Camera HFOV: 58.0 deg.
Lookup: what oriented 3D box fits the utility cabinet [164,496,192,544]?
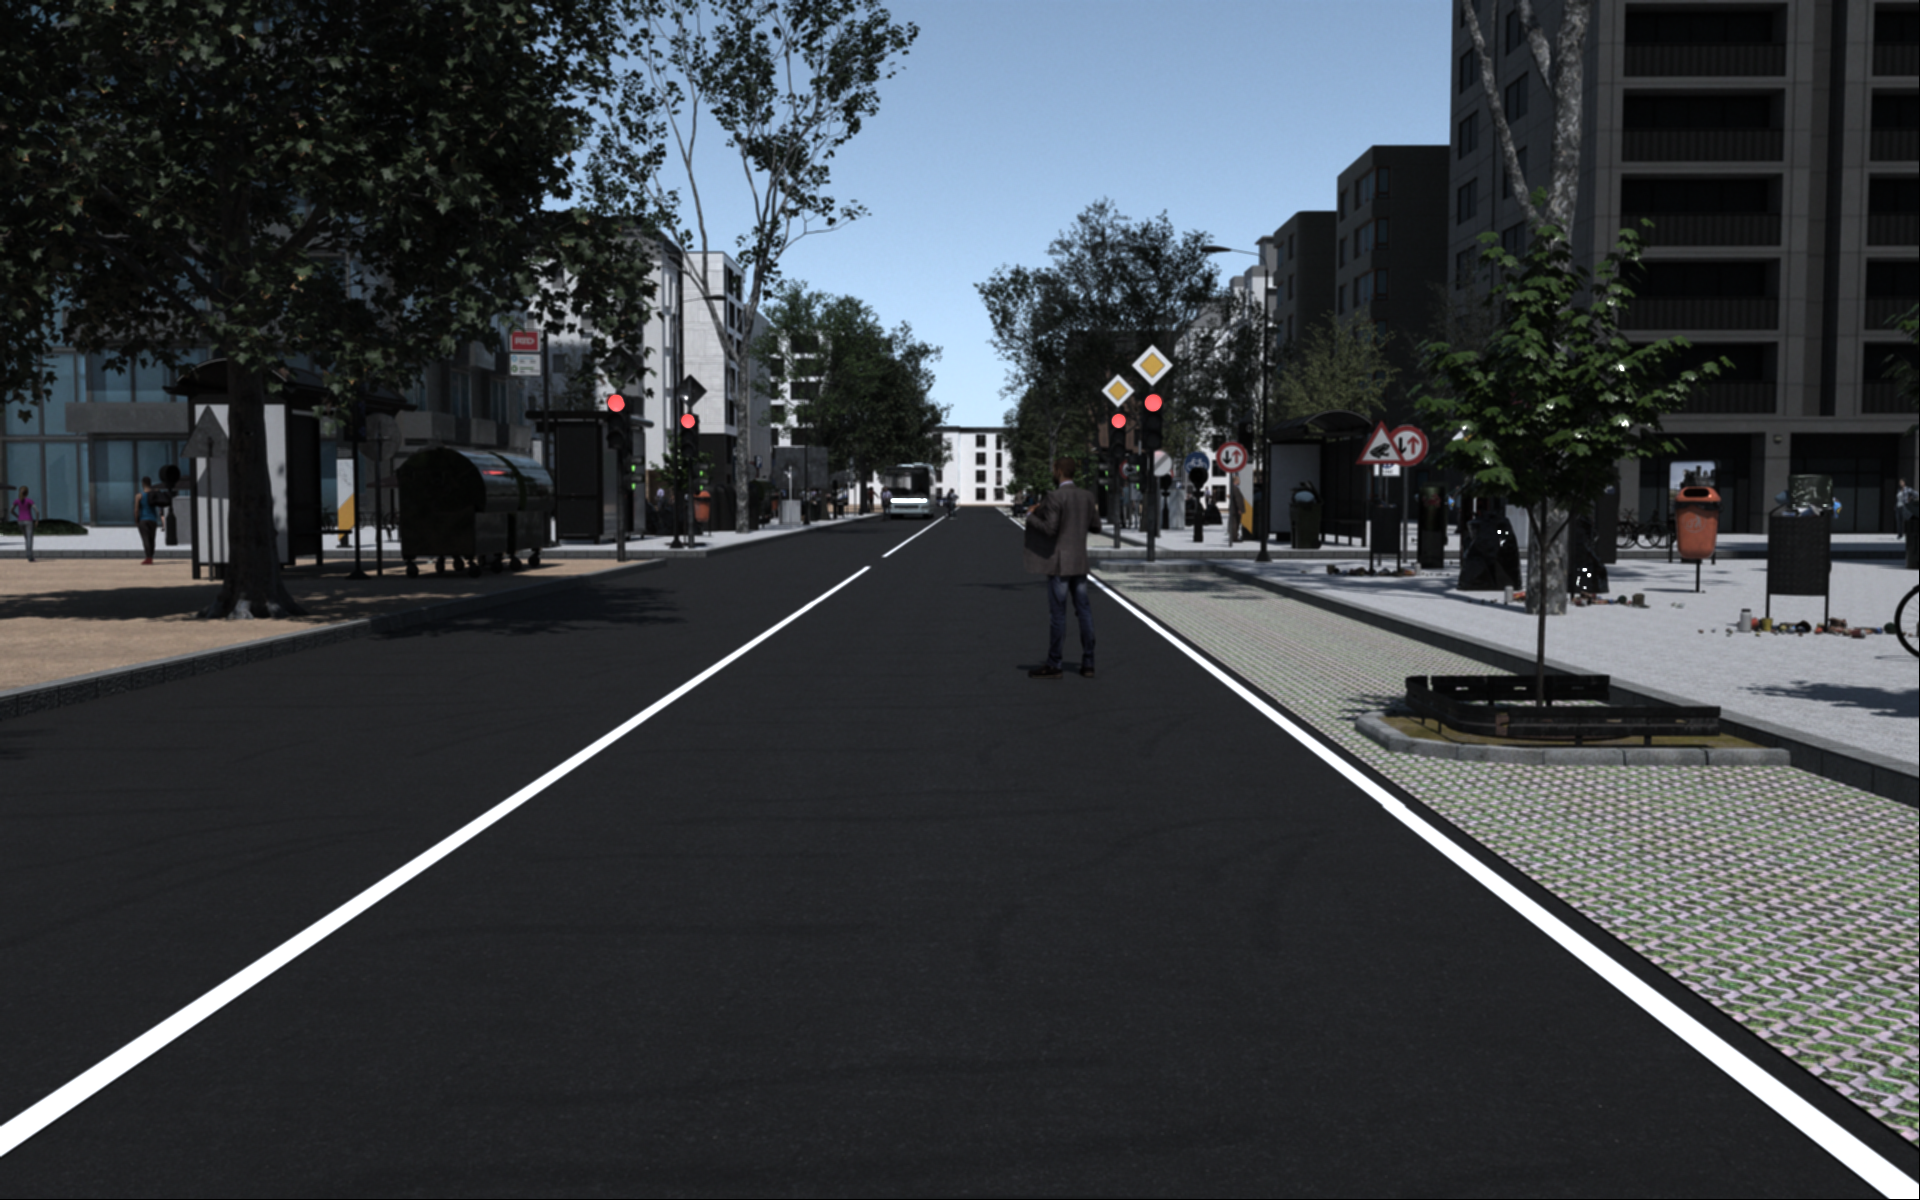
[{"bbox_3d":[-20.071,-2.057,44.799,0.306,1.237,1.020,2,4,24],"label":"utility cabinet"}]

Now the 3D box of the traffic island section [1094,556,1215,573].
[{"bbox_3d":[3.624,-0.637,32.695,2.009,0.180,2.903,0,4,1],"label":"traffic island section"}]

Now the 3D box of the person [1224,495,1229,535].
[{"bbox_3d":[8.584,-2.732,54.620,0.435,1.345,0.340,-2,4,-27],"label":"person"}]

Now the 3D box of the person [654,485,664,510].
[{"bbox_3d":[-19.088,-6.357,109.850,0.599,1.838,0.709,3,4,36],"label":"person"}]

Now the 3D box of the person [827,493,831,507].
[{"bbox_3d":[-13.046,-9.916,171.360,0.628,1.438,0.799,-2,4,-24],"label":"person"}]

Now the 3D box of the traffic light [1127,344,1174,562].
[{"bbox_3d":[3.584,-2.670,32.582,0.839,4.253,0.868,0,4,1],"label":"traffic light"}]

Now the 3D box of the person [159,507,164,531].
[{"bbox_3d":[-27.543,-3.086,59.739,0.697,1.427,0.421,0,4,5],"label":"person"}]

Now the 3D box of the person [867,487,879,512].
[{"bbox_3d":[-6.491,-7.360,126.343,1.348,1.831,0.705,-2,4,-26],"label":"person"}]

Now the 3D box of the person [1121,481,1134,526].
[{"bbox_3d":[6.808,-3.937,70.536,0.598,1.807,0.434,1,4,11],"label":"person"}]

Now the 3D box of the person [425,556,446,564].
[{"bbox_3d":[-9.613,-1.340,31.864,0.435,1.345,0.340,-2,4,-25],"label":"person"}]

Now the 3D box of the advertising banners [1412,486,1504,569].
[{"bbox_3d":[8.799,-2.047,29.654,2.074,3.025,0.090,0,4,0],"label":"advertising banners"}]

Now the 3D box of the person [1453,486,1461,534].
[{"bbox_3d":[16.086,-2.906,55.776,0.429,1.552,0.499,0,4,5],"label":"person"}]

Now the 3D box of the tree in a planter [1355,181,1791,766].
[{"bbox_3d":[3.370,-0.779,9.962,1.991,3.239,1.994,0,4,1],"label":"tree in a planter"}]

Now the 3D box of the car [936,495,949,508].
[{"bbox_3d":[-1.970,-10.182,179.062,1.945,1.354,3.894,0,4,-1],"label":"car"}]

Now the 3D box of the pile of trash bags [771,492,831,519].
[{"bbox_3d":[-8.163,-4.738,87.217,3.447,1.369,1.912,1,4,21],"label":"pile of trash bags"}]

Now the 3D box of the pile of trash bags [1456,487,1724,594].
[{"bbox_3d":[8.285,-0.813,23.045,3.447,1.369,1.912,2,4,29],"label":"pile of trash bags"}]

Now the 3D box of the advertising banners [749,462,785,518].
[{"bbox_3d":[-10.469,-5.974,93.858,2.074,3.025,0.090,-2,4,-29],"label":"advertising banners"}]

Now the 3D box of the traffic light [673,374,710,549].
[{"bbox_3d":[-6.311,-3.164,40.658,0.839,4.253,0.868,0,4,1],"label":"traffic light"}]

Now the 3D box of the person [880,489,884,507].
[{"bbox_3d":[-7.351,-9.762,165.789,0.705,1.807,1.348,-1,4,-22],"label":"person"}]

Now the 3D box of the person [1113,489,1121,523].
[{"bbox_3d":[6.790,-4.130,76.113,0.613,1.512,0.480,-2,4,-32],"label":"person"}]

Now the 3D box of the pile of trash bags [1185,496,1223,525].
[{"bbox_3d":[9.166,-3.833,72.427,3.447,1.369,1.912,-2,4,-25],"label":"pile of trash bags"}]

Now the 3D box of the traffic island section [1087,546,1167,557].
[{"bbox_3d":[3.710,-1.125,40.680,2.009,0.180,2.903,0,4,1],"label":"traffic island section"}]

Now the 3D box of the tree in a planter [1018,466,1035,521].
[{"bbox_3d":[4.271,-5.855,92.956,1.991,3.239,1.994,0,4,1],"label":"tree in a planter"}]

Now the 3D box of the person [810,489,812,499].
[{"bbox_3d":[-14.736,-9.975,169.917,0.721,1.735,1.217,-2,4,-27],"label":"person"}]

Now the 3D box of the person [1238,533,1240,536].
[{"bbox_3d":[8.537,-2.670,53.611,0.435,1.345,0.340,1,4,14],"label":"person"}]

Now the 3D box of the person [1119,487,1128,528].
[{"bbox_3d":[5.972,-3.437,64.446,0.429,1.552,0.499,3,4,36],"label":"person"}]

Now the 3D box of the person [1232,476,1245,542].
[{"bbox_3d":[7.369,-2.412,46.027,0.434,1.755,0.990,0,4,2],"label":"person"}]

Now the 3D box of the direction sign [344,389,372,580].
[{"bbox_3d":[-9.069,-2.079,25.994,0.379,3.537,0.876,0,3,0],"label":"direction sign"}]

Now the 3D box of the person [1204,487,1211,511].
[{"bbox_3d":[18.427,-7.578,129.815,0.599,1.838,0.709,-2,4,-23],"label":"person"}]

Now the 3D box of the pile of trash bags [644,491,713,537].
[{"bbox_3d":[-8.618,-2.656,53.181,1.912,1.369,3.447,-3,5,-39],"label":"pile of trash bags"}]

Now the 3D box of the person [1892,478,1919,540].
[{"bbox_3d":[26.368,-2.545,48.372,0.376,1.734,0.841,0,4,-3],"label":"person"}]

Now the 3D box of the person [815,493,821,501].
[{"bbox_3d":[-7.474,-5.000,91.701,0.435,1.345,0.340,2,4,24],"label":"person"}]

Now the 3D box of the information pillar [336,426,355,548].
[{"bbox_3d":[-14.600,-3.046,41.163,0.504,3.616,0.183,1,4,20],"label":"information pillar"}]

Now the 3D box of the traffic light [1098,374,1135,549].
[{"bbox_3d":[3.670,-3.159,40.566,0.839,4.253,0.868,0,4,1],"label":"traffic light"}]

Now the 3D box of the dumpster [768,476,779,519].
[{"bbox_3d":[-10.370,-5.401,90.795,1.502,2.255,1.985,0,4,1],"label":"dumpster"}]

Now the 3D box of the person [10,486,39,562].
[{"bbox_3d":[-17.688,-1.444,32.885,0.726,1.435,0.776,0,4,-7],"label":"person"}]

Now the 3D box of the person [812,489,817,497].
[{"bbox_3d":[-15.853,-11.176,188.633,0.709,1.838,0.599,-1,4,-11],"label":"person"}]

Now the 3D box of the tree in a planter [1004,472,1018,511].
[{"bbox_3d":[4.808,-8.886,142.506,1.991,3.239,1.994,0,4,1],"label":"tree in a planter"}]

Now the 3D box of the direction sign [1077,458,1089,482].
[{"bbox_3d":[7.704,-7.143,108.787,0.876,3.537,0.379,3,4,36],"label":"direction sign"}]

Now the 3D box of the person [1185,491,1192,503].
[{"bbox_3d":[13.383,-5.668,101.909,0.628,1.438,0.799,-3,5,-40],"label":"person"}]

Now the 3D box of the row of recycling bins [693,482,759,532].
[{"bbox_3d":[-8.096,-3.263,60.462,1.069,1.692,3.534,2,4,24],"label":"row of recycling bins"}]

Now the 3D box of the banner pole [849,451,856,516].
[{"bbox_3d":[-6.214,-6.761,100.556,0.401,3.779,0.863,-2,4,-35],"label":"banner pole"}]

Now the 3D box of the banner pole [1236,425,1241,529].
[{"bbox_3d":[10.084,-4.468,63.066,0.401,3.779,0.863,1,4,12],"label":"banner pole"}]

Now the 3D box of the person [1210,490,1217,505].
[{"bbox_3d":[15.084,-5.802,103.169,0.388,1.546,0.482,1,4,23],"label":"person"}]

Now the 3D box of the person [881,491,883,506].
[{"bbox_3d":[-7.341,-9.860,167.703,0.568,1.767,0.683,2,4,33],"label":"person"}]

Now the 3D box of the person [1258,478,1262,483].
[{"bbox_3d":[10.291,-3.237,58.830,0.599,1.838,0.709,-2,4,-26],"label":"person"}]

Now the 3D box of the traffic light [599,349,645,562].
[{"bbox_3d":[-6.397,-2.676,32.674,0.839,4.253,0.868,0,4,1],"label":"traffic light"}]

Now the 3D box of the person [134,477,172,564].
[{"bbox_3d":[-14.749,-1.448,31.587,0.662,1.594,0.647,2,4,32],"label":"person"}]

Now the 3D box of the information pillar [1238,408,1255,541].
[{"bbox_3d":[7.795,-3.416,47.204,0.504,3.616,0.183,-2,4,-31],"label":"information pillar"}]

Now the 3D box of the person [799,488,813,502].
[{"bbox_3d":[-8.617,-5.538,97.313,0.841,1.734,0.376,-1,4,-22],"label":"person"}]

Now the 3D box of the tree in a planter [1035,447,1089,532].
[{"bbox_3d":[3.979,-4.180,65.561,1.991,3.239,1.994,0,4,1],"label":"tree in a planter"}]

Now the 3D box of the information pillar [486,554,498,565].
[{"bbox_3d":[-8.529,-1.638,31.274,0.304,2.012,0.304,-2,4,-24],"label":"information pillar"}]

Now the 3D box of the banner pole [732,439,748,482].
[{"bbox_3d":[-9.840,-5.382,78.012,0.863,3.779,0.401,0,4,-5],"label":"banner pole"}]

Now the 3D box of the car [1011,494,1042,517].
[{"bbox_3d":[4.194,-6.060,108.875,2.009,1.686,4.222,0,4,1],"label":"car"}]

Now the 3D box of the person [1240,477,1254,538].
[{"bbox_3d":[8.305,-2.662,49.719,0.875,1.805,0.789,-3,4,-36],"label":"person"}]
